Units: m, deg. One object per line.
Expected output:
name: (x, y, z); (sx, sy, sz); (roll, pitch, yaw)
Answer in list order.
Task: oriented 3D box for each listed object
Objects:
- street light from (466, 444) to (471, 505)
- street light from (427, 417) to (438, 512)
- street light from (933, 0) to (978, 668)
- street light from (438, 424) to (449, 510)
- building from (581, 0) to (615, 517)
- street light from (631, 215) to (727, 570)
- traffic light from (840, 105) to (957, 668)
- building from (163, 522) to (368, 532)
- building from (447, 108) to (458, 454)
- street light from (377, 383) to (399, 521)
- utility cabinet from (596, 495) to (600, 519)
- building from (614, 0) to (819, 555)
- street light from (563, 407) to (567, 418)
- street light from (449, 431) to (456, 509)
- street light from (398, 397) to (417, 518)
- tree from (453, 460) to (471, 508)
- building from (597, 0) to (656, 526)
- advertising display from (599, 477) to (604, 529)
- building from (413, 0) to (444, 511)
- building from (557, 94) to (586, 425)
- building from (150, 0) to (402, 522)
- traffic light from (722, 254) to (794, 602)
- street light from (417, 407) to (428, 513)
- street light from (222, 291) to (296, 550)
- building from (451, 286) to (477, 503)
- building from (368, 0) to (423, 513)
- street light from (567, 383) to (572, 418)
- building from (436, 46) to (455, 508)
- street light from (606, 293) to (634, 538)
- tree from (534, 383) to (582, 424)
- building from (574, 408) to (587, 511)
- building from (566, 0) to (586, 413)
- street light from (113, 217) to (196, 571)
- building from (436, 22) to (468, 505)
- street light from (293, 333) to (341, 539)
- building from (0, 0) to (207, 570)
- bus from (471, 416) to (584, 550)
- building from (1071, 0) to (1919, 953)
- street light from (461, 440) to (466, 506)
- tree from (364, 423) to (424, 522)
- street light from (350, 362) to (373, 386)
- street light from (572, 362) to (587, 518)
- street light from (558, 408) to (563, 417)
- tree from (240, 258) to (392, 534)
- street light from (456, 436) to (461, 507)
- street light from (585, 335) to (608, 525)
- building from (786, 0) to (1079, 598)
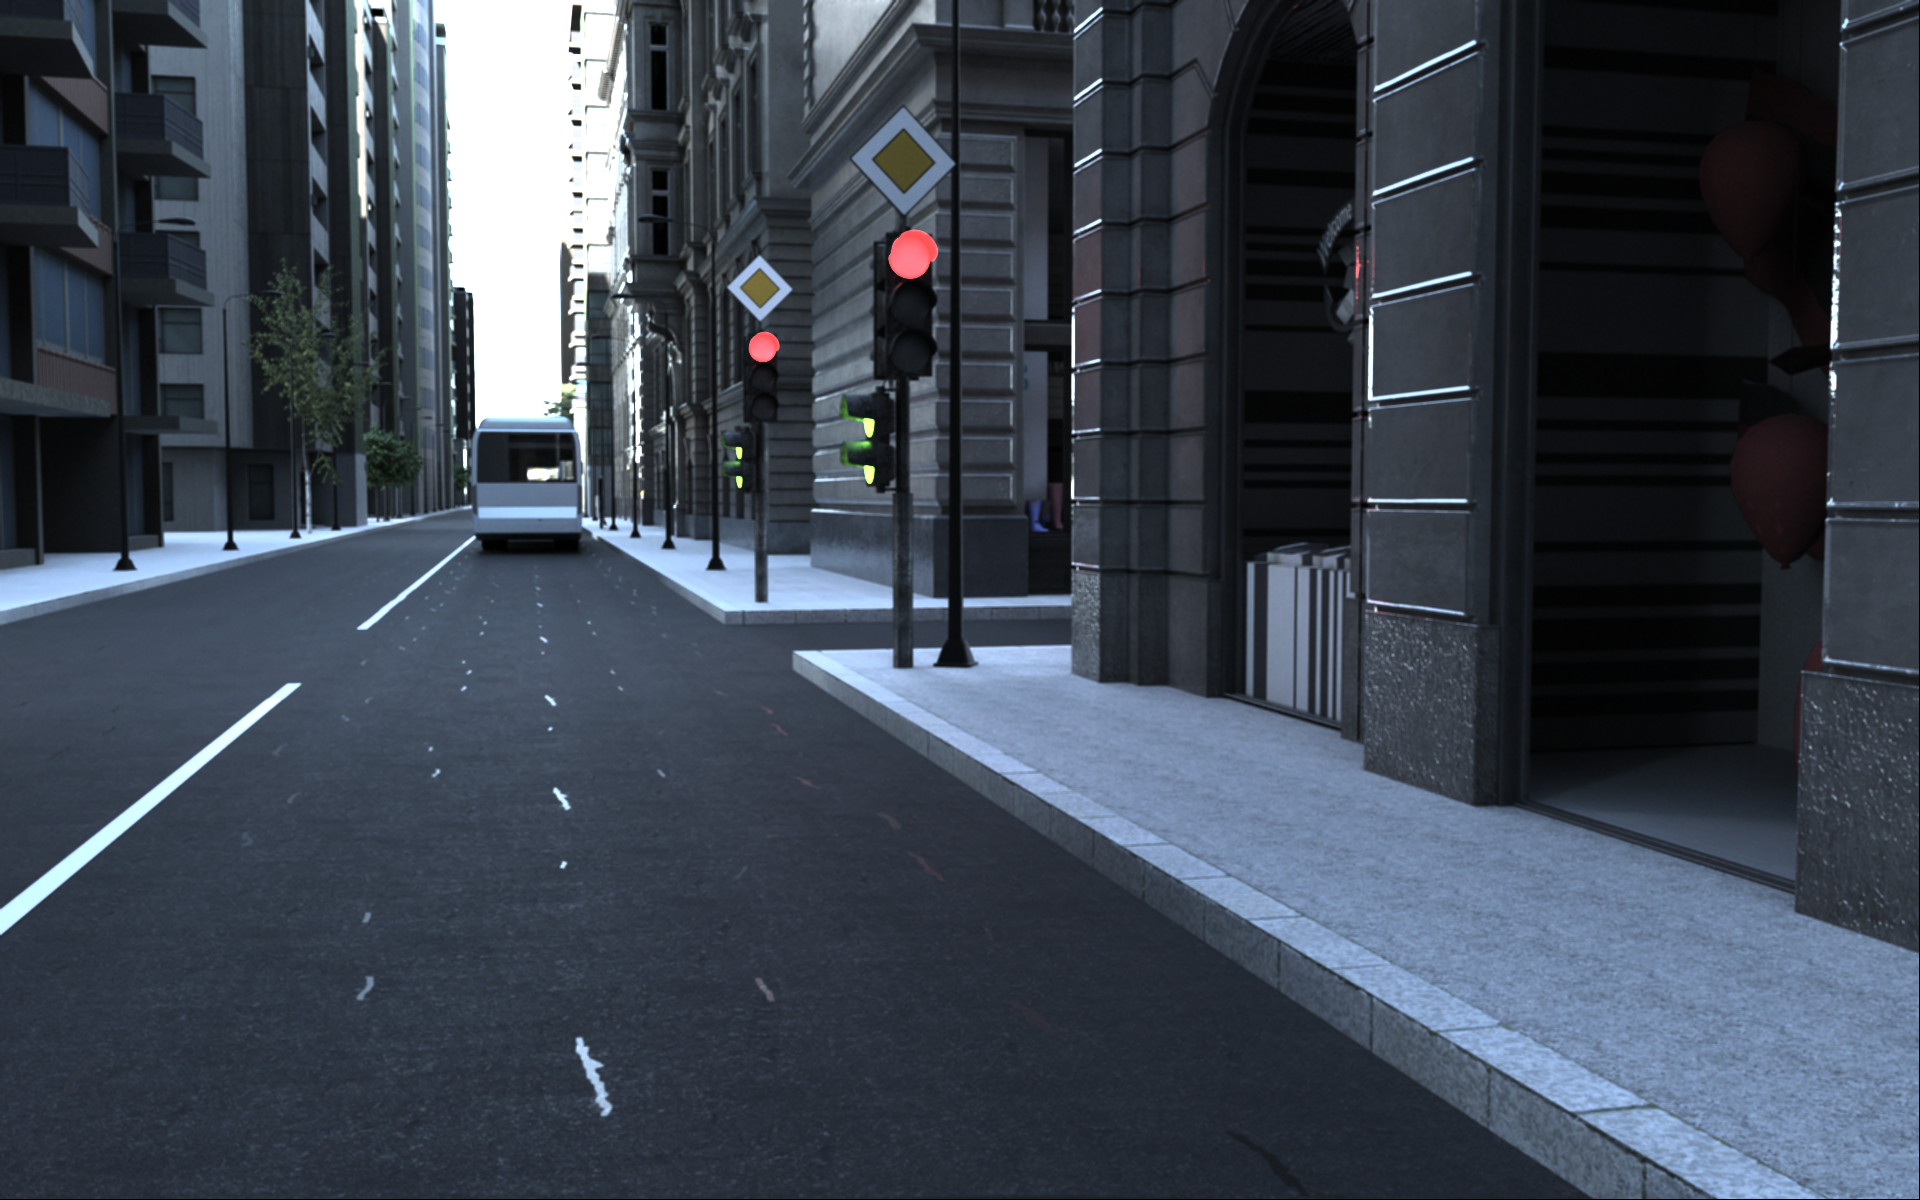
street light: (-45.708, -11.353, 158.154); (1.470, 5.913, 1.316); (-1, 4, -14)
street light: (-32.356, -8.041, 104.016); (1.470, 5.913, 1.316); (-1, 4, -14)
street light: (-0.558, -2.454, 12.663); (1.470, 5.913, 1.316); (-1, 4, -14)
street light: (-34.911, -8.708, 114.912); (1.470, 5.913, 1.316); (-1, 4, -14)
building: (-15.510, -20.336, 104.190); (14.160, 30.474, 14.107); (-1, 4, -14)
street light: (-4.669, -3.459, 29.102); (1.470, 5.913, 1.316); (-1, 4, -14)
traffic light: (-0.440, -1.455, 12.704); (0.839, 4.253, 0.868); (-1, 4, -14)
building: (-29.889, -17.821, 63.071); (14.160, 30.474, 14.107); (-1, 4, -14)
building: (-65.040, -32.300, 182.732); (22.147, 44.769, 28.867); (-1, 4, -14)
street light: (-24.410, -6.104, 72.342); (1.470, 5.913, 1.316); (-1, 4, -14)
utility cabinet: (-18.855, -4.841, 90.318); (0.306, 1.237, 1.020); (-1, 4, -15)
building: (-3.150, -14.329, 53.368); (14.460, 24.649, 34.723); (-1, 4, -14)
street light: (-17.968, -6.721, 82.437); (1.470, 5.913, 1.316); (-1, 4, -14)
street light: (-37.776, -9.400, 126.231); (1.470, 5.913, 1.316); (-1, 4, -14)
street light: (-26.959, -6.753, 82.955); (1.470, 5.913, 1.316); (-1, 4, -14)
tree: (-48.319, -11.140, 165.856); (4.285, 4.588, 4.351); (0, 3, 0)
building: (-10.311, -17.432, 82.276); (12.463, 27.353, 25.104); (-1, 4, -14)
advertising display: (-13.370, -3.630, 64.569); (0.123, 1.923, 0.974); (-1, 4, -9)
building: (-50.836, -35.968, 130.077); (21.231, 58.520, 28.212); (-1, 4, -14)
building: (-38.175, -33.393, 196.086); (14.600, 45.320, 14.200); (-1, 4, -14)
building: (-39.118, -19.843, 96.131); (14.160, 30.474, 14.107); (-1, 4, -14)
traffic light: (-2.376, -1.929, 20.452); (0.839, 4.253, 0.868); (-1, 4, -14)
street light: (-29.549, -7.360, 92.883); (1.470, 5.913, 1.316); (-1, 4, -14)
street light: (-16.164, -4.100, 39.578); (1.470, 5.913, 1.316); (-1, 4, -14)
building: (-73.329, -28.388, 235.844); (14.160, 30.474, 14.107); (-1, 4, -14)
building: (-42.485, -26.137, 110.928); (14.154, 41.232, 14.086); (-1, 4, -14)
street light: (-15.408, -6.080, 71.942); (1.470, 5.913, 1.316); (-1, 4, -14)
building: (-52.307, -28.648, 151.995); (14.154, 41.232, 14.086); (-1, 4, -14)
street light: (-7.362, -4.146, 40.326); (1.470, 5.913, 1.316); (-1, 4, -14)
tree: (-40.164, -15.788, 176.261); (7.486, 12.596, 7.792); (0, 3, 0)
building: (-16.586, -49.709, 125.417); (22.319, 86.520, 31.000); (-1, 4, -14)
building: (-23.734, -30.647, 155.706); (22.147, 44.769, 28.867); (-1, 4, -14)
street light: (-13.526, -3.459, 29.103); (1.470, 5.913, 1.316); (-1, 4, -14)
building: (-72.157, -54.948, 211.067); (22.319, 86.520, 31.000); (-1, 4, -14)
street light: (-18.711, -4.742, 50.076); (1.470, 5.913, 1.316); (-1, 4, -14)
building: (-26.614, -22.974, 30.245); (22.147, 44.769, 28.867); (-1, 4, -14)
bus: (-11.782, -3.228, 47.634); (2.948, 3.499, 13.247); (-1, 4, -13)
building: (9.277, -9.795, 1.946); (13.314, 21.916, 24.055); (-1, 4, -14)
street light: (-43.161, -10.710, 147.656); (1.470, 5.913, 1.316); (-1, 4, -14)
tree: (-26.626, -5.817, 78.829); (4.285, 4.588, 4.351); (0, 3, 0)
street light: (-21.481, -5.413, 61.040); (1.470, 5.913, 1.316); (-1, 4, -14)
street light: (-12.857, -5.431, 61.343); (1.470, 5.913, 1.316); (-1, 4, -14)
street light: (-20.681, -7.372, 93.074); (1.470, 5.913, 1.316); (-1, 4, -14)
tree: (-20.507, -6.400, 54.996); (4.737, 8.622, 4.395); (0, 3, 0)
street light: (-40.400, -10.041, 136.709); (1.470, 5.913, 1.316); (-1, 4, -14)
street light: (-10.098, -4.785, 50.777); (1.470, 5.913, 1.316); (-1, 4, -14)
building: (7.483, -12.146, 27.460); (19.941, 23.489, 11.050); (-1, 4, -14)
